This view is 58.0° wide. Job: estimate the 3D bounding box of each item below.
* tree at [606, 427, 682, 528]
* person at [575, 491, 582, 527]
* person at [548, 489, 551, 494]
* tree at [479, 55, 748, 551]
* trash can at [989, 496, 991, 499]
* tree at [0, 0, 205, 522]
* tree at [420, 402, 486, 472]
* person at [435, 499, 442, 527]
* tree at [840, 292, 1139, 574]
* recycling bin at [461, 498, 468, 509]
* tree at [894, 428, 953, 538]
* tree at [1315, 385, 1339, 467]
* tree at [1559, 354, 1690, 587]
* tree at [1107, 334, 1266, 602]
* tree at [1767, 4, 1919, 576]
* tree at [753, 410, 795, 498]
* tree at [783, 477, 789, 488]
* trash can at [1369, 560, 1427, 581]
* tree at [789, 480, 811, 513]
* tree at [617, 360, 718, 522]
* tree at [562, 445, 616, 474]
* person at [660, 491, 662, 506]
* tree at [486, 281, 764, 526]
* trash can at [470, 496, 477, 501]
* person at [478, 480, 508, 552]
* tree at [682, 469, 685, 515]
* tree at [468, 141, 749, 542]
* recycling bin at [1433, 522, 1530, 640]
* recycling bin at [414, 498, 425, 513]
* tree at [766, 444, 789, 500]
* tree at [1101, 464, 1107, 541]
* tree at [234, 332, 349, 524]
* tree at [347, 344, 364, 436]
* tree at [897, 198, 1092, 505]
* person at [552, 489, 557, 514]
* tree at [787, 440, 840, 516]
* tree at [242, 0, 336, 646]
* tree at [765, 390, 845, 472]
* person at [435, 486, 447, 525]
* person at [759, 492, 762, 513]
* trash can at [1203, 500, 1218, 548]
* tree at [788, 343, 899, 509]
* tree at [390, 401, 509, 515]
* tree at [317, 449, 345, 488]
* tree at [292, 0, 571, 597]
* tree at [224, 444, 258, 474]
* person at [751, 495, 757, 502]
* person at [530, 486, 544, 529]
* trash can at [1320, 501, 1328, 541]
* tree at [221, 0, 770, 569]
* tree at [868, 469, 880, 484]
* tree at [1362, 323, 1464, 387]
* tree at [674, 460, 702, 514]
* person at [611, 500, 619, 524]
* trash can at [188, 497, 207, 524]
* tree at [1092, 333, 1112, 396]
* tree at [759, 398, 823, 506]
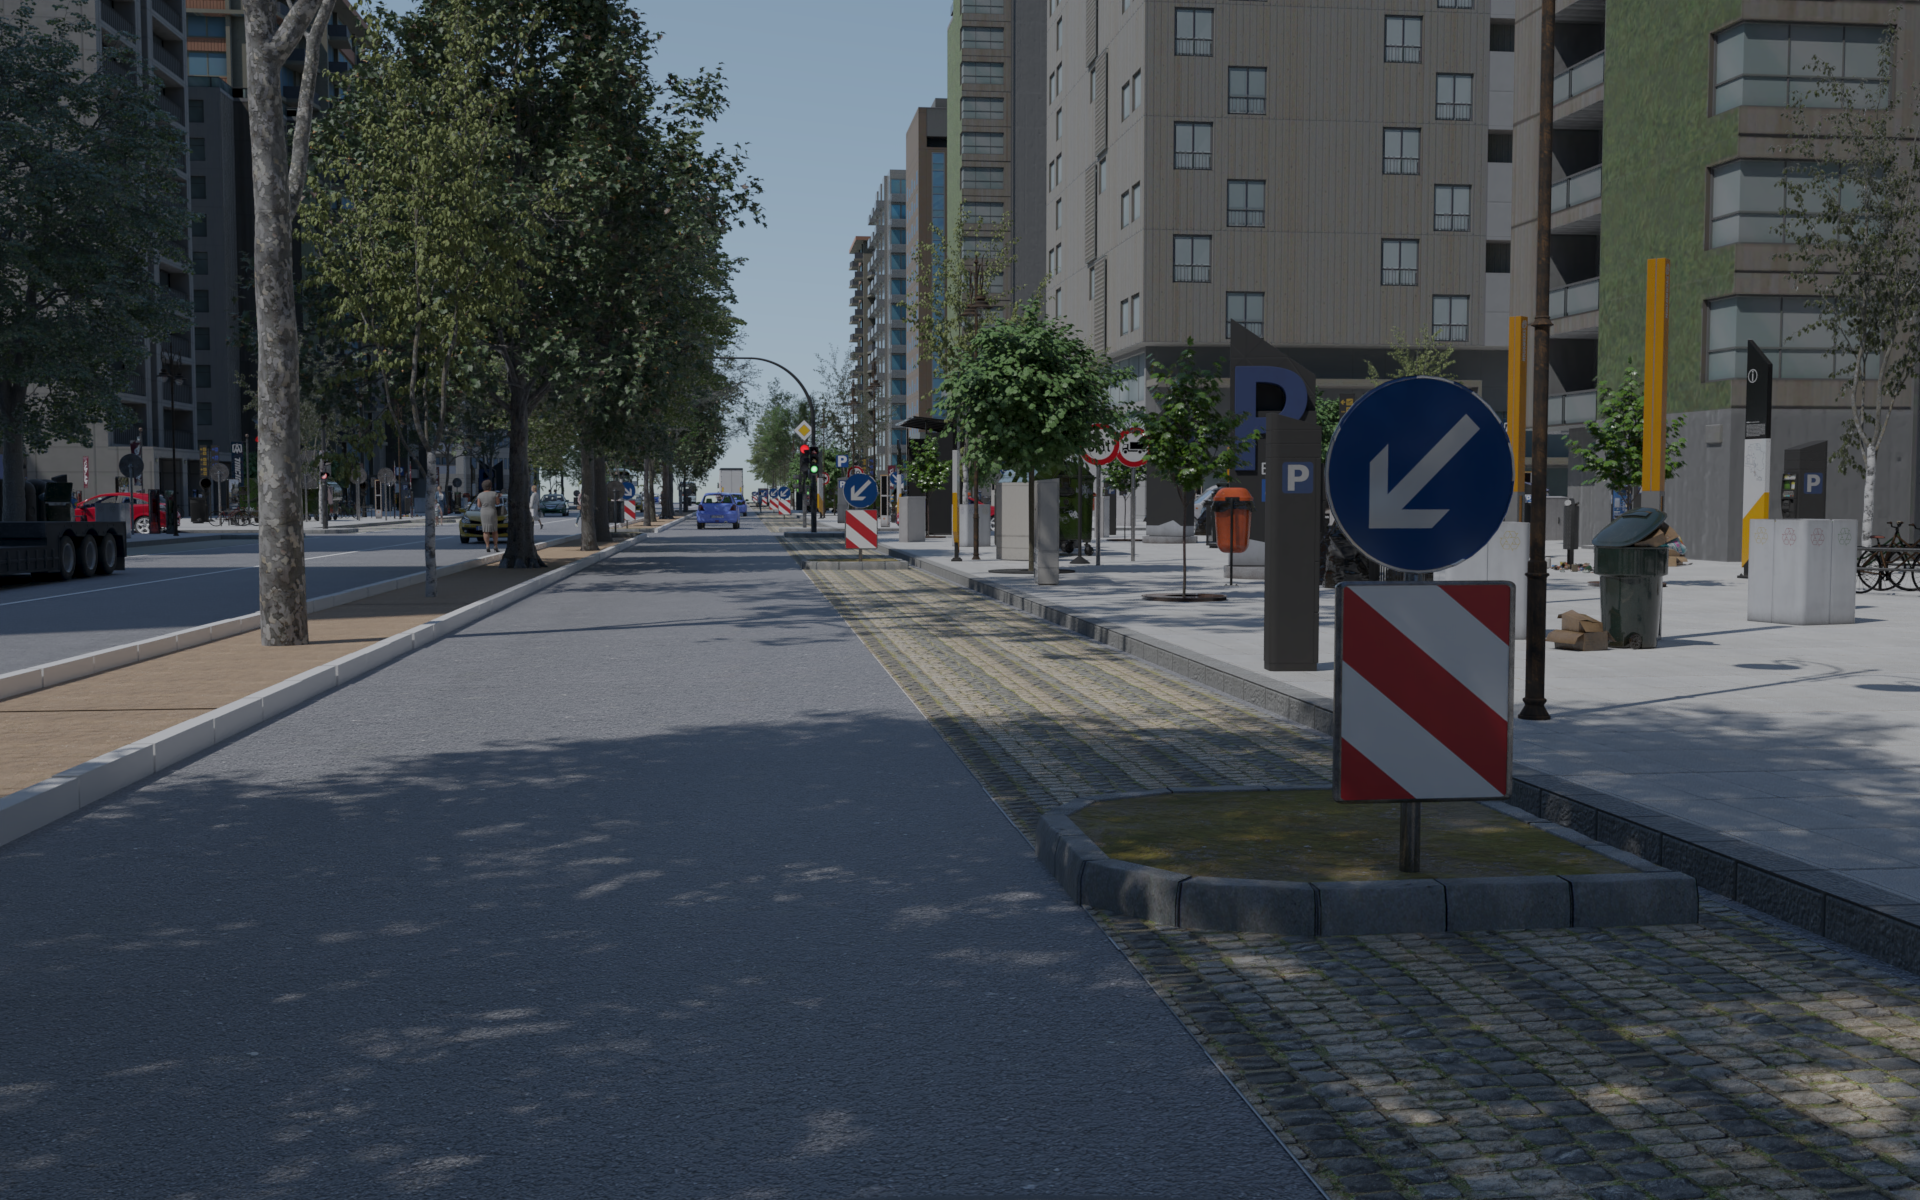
[{"bbox_3d":[-13.328,-7.026,67.690,4.737,8.622,4.395,0,3,0],"label":"tree"},{"bbox_3d":[-16.499,-4.067,75.592,0.643,1.750,0.593,3,5,42],"label":"person"},{"bbox_3d":[-30.752,-7.372,129.306,0.573,1.790,0.520,-2,4,-31],"label":"person"},{"bbox_3d":[-9.169,-7.472,42.754,7.486,12.596,7.792,0,3,0],"label":"tree"},{"bbox_3d":[2.317,-6.351,115.489,0.748,1.137,0.748,0,3,0],"label":"trash can"},{"bbox_3d":[-24.264,-8.390,43.838,9.857,13.997,8.962,0,3,0],"label":"tree"},{"bbox_3d":[-33.978,-13.106,124.649,12.009,13.543,11.850,0,3,0],"label":"tree"},{"bbox_3d":[-23.046,-3.844,76.358,0.505,1.210,0.382,1,4,12],"label":"person"},{"bbox_3d":[1.114,-2.729,28.340,4.285,4.588,4.351,0,3,0],"label":"tree"},{"bbox_3d":[-35.466,-6.764,123.146,0.722,1.027,0.722,0,4,4],"label":"recycling bin"},{"bbox_3d":[-0.823,-3.417,50.468,1.663,3.219,1.824,0,3,0],"label":"tree"},{"bbox_3d":[10.186,-4.053,49.973,4.285,4.588,4.351,0,3,0],"label":"tree"},{"bbox_3d":[9.158,-1.800,24.037,1.663,3.219,1.824,0,3,0],"label":"tree"},{"bbox_3d":[2.862,-1.612,20.957,1.663,3.219,1.824,0,3,0],"label":"tree"},{"bbox_3d":[14.549,-4.696,27.135,4.360,8.622,3.978,0,3,0],"label":"tree"},{"bbox_3d":[-25.380,-19.239,232.691,7.486,12.596,7.792,0,3,0],"label":"tree"},{"bbox_3d":[-16.862,-11.059,175.414,1.663,3.219,1.824,0,3,0],"label":"tree"},{"bbox_3d":[4.736,-0.432,18.723,0.748,1.137,0.748,0,3,0],"label":"trash can"},{"bbox_3d":[-10.605,-7.705,120.575,1.663,3.219,1.824,0,3,0],"label":"tree"},{"bbox_3d":[-15.799,-9.780,88.116,9.928,11.665,9.643,0,3,0],"label":"tree"},{"bbox_3d":[-42.564,-16.108,197.780,8.767,10.594,7.601,-1,4,-17],"label":"tree"},{"bbox_3d":[-36.095,-12.315,209.944,0.705,1.812,1.348,1,4,8],"label":"person"},{"bbox_3d":[-13.916,-10.009,76.479,12.009,13.543,11.850,0,3,0],"label":"tree"},{"bbox_3d":[-38.295,-7.642,136.606,0.748,1.137,0.748,0,3,0],"label":"trash can"},{"bbox_3d":[-11.498,-2.067,42.656,0.716,1.782,0.532,0,4,-8],"label":"person"},{"bbox_3d":[-18.124,-9.354,105.751,4.737,8.622,4.395,0,3,0],"label":"tree"},{"bbox_3d":[-10.735,-8.699,51.338,9.857,13.997,8.962,0,3,0],"label":"tree"},{"bbox_3d":[4.681,-0.185,15.587,0.722,1.027,0.722,0,4,6],"label":"recycling bin"},{"bbox_3d":[-36.147,-6.324,115.949,0.722,1.027,0.722,-1,4,-16],"label":"recycling bin"},{"bbox_3d":[-19.601,-15.004,195.674,4.360,8.622,3.978,0,3,0],"label":"tree"},{"bbox_3d":[4.447,-3.223,47.293,1.663,3.219,1.824,0,3,0],"label":"tree"},{"bbox_3d":[-26.393,-7.211,68.259,4.360,8.622,3.978,0,3,0],"label":"tree"},{"bbox_3d":[-27.465,-7.579,74.282,4.360,8.622,3.978,0,3,0],"label":"tree"},{"bbox_3d":[0.352,-5.746,44.314,4.737,8.622,4.395,0,3,0],"label":"tree"},{"bbox_3d":[-29.609,-7.229,126.925,0.641,1.798,0.478,-1,4,-16],"label":"person"},{"bbox_3d":[-7.497,-7.289,102.892,4.285,4.588,4.351,0,3,0],"label":"tree"},{"bbox_3d":[-5.081,-9.587,15.093,12.611,20.169,13.585,0,3,0],"label":"tree"},{"bbox_3d":[-13.924,-13.454,154.393,7.601,10.594,8.767,1,4,12],"label":"tree"},{"bbox_3d":[-23.877,-4.344,79.551,0.581,1.822,0.654,-1,4,-17],"label":"person"},{"bbox_3d":[-14.580,-7.101,126.412,0.330,1.601,0.589,0,4,2],"label":"person"},{"bbox_3d":[6.146,-1.801,41.103,0.748,1.137,0.748,0,3,0],"label":"trash can"},{"bbox_3d":[-5.349,-8.188,84.232,4.360,8.622,3.978,0,3,0],"label":"tree"},{"bbox_3d":[-30.568,-10.356,103.734,7.601,10.594,8.767,-1,4,-9],"label":"tree"},{"bbox_3d":[-43.950,-8.356,120.330,4.285,4.588,4.351,0,3,0],"label":"tree"},{"bbox_3d":[-7.398,-4.352,23.978,4.737,8.622,4.395,0,3,0],"label":"tree"},{"bbox_3d":[-46.896,-7.926,113.311,4.285,4.588,4.351,0,3,0],"label":"tree"},{"bbox_3d":[-34.172,-17.082,287.744,1.348,1.831,0.705,2,4,31],"label":"person"},{"bbox_3d":[-17.251,-3.759,70.315,0.624,1.780,0.694,2,4,25],"label":"person"},{"bbox_3d":[7.824,-1.646,38.561,0.748,1.137,0.748,0,3,0],"label":"trash can"},{"bbox_3d":[-8.486,-6.946,33.039,9.611,12.733,9.660,0,3,0],"label":"tree"},{"bbox_3d":[-5.880,-7.491,117.081,1.663,3.219,1.824,0,3,0],"label":"tree"},{"bbox_3d":[19.382,-7.555,73.890,4.737,8.622,4.395,0,3,0],"label":"tree"},{"bbox_3d":[-20.374,-10.583,125.853,4.360,8.622,3.978,0,3,0],"label":"tree"},{"bbox_3d":[-16.205,-4.419,81.430,0.731,1.740,0.598,2,4,24],"label":"person"},{"bbox_3d":[-33.174,-3.899,75.399,0.748,1.137,0.748,0,3,0],"label":"trash can"},{"bbox_3d":[5.180,-7.920,79.858,4.737,8.622,4.395,0,3,0],"label":"tree"},{"bbox_3d":[-17.928,-15.879,185.372,9.928,11.665,9.643,0,3,0],"label":"tree"}]
